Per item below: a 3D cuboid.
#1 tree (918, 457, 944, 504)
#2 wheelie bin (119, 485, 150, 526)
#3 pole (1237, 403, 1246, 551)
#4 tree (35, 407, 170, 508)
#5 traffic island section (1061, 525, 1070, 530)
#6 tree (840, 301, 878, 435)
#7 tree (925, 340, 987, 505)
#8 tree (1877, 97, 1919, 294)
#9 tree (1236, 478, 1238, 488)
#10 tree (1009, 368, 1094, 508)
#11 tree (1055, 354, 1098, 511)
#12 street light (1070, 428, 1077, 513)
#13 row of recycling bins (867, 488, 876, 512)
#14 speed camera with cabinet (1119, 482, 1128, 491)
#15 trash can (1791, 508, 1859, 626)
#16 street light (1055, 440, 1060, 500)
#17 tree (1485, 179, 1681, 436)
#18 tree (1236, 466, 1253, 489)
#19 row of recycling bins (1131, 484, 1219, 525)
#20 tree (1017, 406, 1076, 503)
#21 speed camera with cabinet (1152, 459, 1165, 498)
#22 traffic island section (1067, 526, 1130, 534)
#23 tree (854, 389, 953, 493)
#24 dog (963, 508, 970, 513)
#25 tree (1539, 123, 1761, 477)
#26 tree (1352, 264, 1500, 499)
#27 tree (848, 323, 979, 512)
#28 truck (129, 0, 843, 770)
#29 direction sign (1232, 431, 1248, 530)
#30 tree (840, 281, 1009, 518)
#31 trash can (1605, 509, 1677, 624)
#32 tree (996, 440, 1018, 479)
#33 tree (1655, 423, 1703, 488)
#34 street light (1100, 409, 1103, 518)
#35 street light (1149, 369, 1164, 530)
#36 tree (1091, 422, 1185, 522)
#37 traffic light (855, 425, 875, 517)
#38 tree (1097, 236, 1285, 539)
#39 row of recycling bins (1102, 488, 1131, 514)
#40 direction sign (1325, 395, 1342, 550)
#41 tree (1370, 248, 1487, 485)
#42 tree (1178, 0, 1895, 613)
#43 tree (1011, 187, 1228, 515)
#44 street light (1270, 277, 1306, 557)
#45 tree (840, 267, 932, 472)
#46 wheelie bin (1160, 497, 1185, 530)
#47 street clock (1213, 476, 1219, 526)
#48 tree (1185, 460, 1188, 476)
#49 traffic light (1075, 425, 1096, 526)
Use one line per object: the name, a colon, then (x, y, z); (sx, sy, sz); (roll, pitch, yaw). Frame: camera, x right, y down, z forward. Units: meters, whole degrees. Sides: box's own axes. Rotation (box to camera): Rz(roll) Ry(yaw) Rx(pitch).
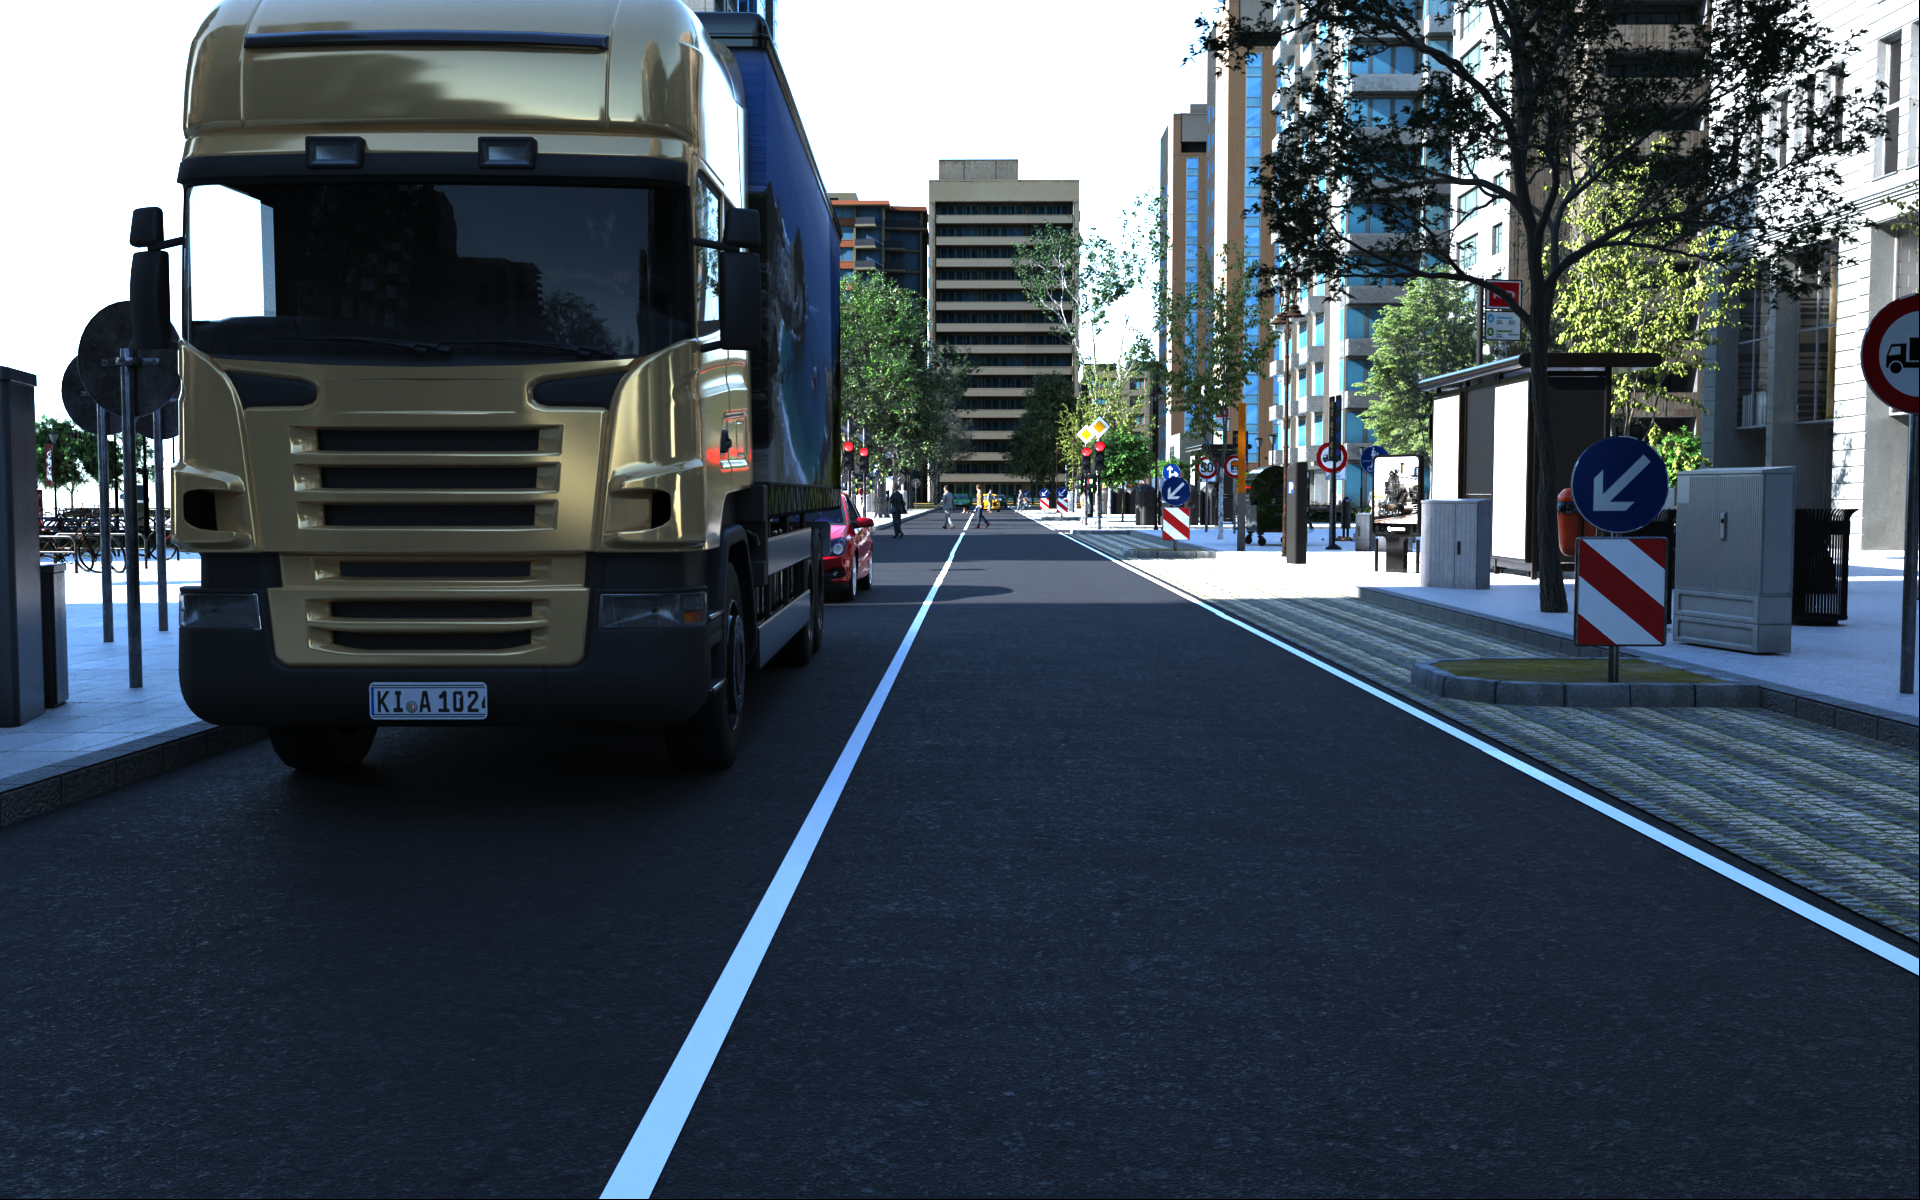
tree: (-3.580, -16.099, 213.573); (4.360, 8.622, 3.978); (0, 3, 0)
wheelie bin: (-28.587, -3.182, 59.938); (0.980, 1.594, 0.693); (-3, 5, -45)
pole: (6.328, -2.755, 38.891); (0.158, 3.312, 0.155); (0, 3, 0)
tree: (-59.728, -9.135, 112.270); (11.467, 7.101, 20.602); (0, 4, -7)
traffic island section: (5.135, -2.944, 70.417); (2.009, 0.180, 2.903); (0, 4, 1)
tree: (-5.091, -6.579, 57.928); (4.360, 8.622, 3.978); (0, 3, 0)
tree: (-3.318, -20.923, 197.977); (12.611, 20.169, 13.585); (0, 3, 0)
tree: (16.980, -4.720, 27.530); (4.360, 8.622, 3.978); (0, 3, 0)
tree: (21.327, -9.463, 138.427); (4.285, 4.588, 4.351); (0, 3, 0)
tree: (8.413, -14.735, 157.925); (9.611, 12.733, 9.660); (0, 3, 0)
tree: (7.656, -8.304, 86.137); (4.737, 8.622, 4.395); (0, 3, 0)
street light: (7.763, -8.897, 118.254); (0.468, 5.910, 1.993); (0, 4, 1)
row of recycling bins: (-6.138, -7.181, 124.518); (1.069, 1.692, 3.534); (-1, 4, -12)
speed camera with cabinet: (12.048, -7.698, 120.197); (2.038, 3.252, 0.660); (0, 4, 1)
trash can: (8.383, -0.327, 16.996); (0.748, 1.137, 0.748); (0, 3, 0)
street light: (8.115, -10.521, 144.801); (0.468, 5.910, 1.993); (0, 4, 1)
tree: (14.421, -5.507, 40.401); (4.360, 8.622, 3.978); (0, 3, 0)
tree: (20.255, -7.762, 121.514); (1.663, 3.219, 1.824); (0, 3, 0)
row of recycling bins: (8.983, -3.915, 71.123); (3.534, 1.692, 1.069); (0, 4, -4)
tree: (9.596, -15.662, 181.821); (9.928, 11.665, 9.643); (0, 3, 0)
speed camera with cabinet: (11.594, -6.241, 96.368); (0.660, 3.252, 2.038); (-3, 5, -39)
traffic island section: (5.028, -2.456, 62.432); (2.009, 0.180, 2.903); (0, 4, 1)
tree: (-3.941, -10.676, 108.962); (7.601, 10.594, 8.767); (0, 4, -8)
dog: (0.447, -6.739, 130.371); (0.550, 0.427, 0.748); (-2, 4, -26)
tree: (12.762, -5.060, 33.090); (4.737, 8.622, 4.395); (0, 3, 0)
tree: (23.272, -10.283, 86.256); (7.486, 12.596, 7.792); (0, 3, 0)
tree: (-4.367, -13.004, 122.989); (12.009, 13.543, 11.850); (0, 3, 0)
truck: (-2.378, -1.436, 12.394); (2.839, 4.237, 11.283); (0, 4, -1)
direction sign: (10.059, -4.295, 62.215); (0.876, 3.537, 0.379); (-3, 5, -44)
tree: (-4.321, -10.758, 92.900); (9.611, 12.733, 9.660); (0, 3, 0)
trash can: (6.442, -0.293, 16.449); (0.748, 1.137, 0.748); (0, 3, 0)
tree: (9.046, -17.279, 216.923); (8.767, 10.594, 7.601); (-1, 4, -19)
tree: (33.607, -5.927, 80.626); (4.285, 4.588, 4.351); (0, 3, 0)
street light: (7.513, -7.309, 92.292); (0.468, 5.910, 1.993); (0, 4, 1)
street light: (7.024, -5.452, 61.928); (0.468, 5.910, 1.993); (0, 4, 1)
tree: (7.395, -5.855, 79.447); (4.285, 4.588, 4.351); (0, 3, 0)
traffic light: (-3.866, -4.984, 70.407); (0.839, 4.253, 0.868); (0, 4, 1)
tree: (7.213, -6.042, 49.146); (4.737, 8.622, 4.395); (0, 3, 0)
row of recycling bins: (10.476, -6.285, 109.878); (3.534, 1.692, 1.069); (-2, 4, -24)
direction sign: (8.658, -2.939, 40.050); (0.379, 3.537, 0.876); (0, 4, -4)
tree: (14.583, -6.238, 52.349); (4.360, 8.622, 3.978); (0, 3, 0)
tree: (6.182, -5.157, 18.724); (7.601, 10.594, 8.767); (2, 4, 32)
tree: (9.789, -15.323, 106.421); (12.611, 20.169, 13.585); (0, 3, 0)
street light: (6.648, -3.822, 35.270); (0.468, 5.910, 1.993); (0, 4, 1)
tree: (-5.354, -9.266, 77.254); (9.928, 11.665, 9.643); (0, 3, 0)
wheelie bin: (7.199, -3.097, 58.538); (0.693, 1.594, 0.980); (-1, 4, -22)
street clock: (10.314, -3.970, 69.479); (0.358, 2.002, 0.471); (0, 4, 4)
tree: (16.922, -9.513, 139.254); (4.285, 4.588, 4.351); (0, 3, 0)
traffic light: (5.095, -4.978, 70.303); (0.839, 4.253, 0.868); (0, 4, 1)
